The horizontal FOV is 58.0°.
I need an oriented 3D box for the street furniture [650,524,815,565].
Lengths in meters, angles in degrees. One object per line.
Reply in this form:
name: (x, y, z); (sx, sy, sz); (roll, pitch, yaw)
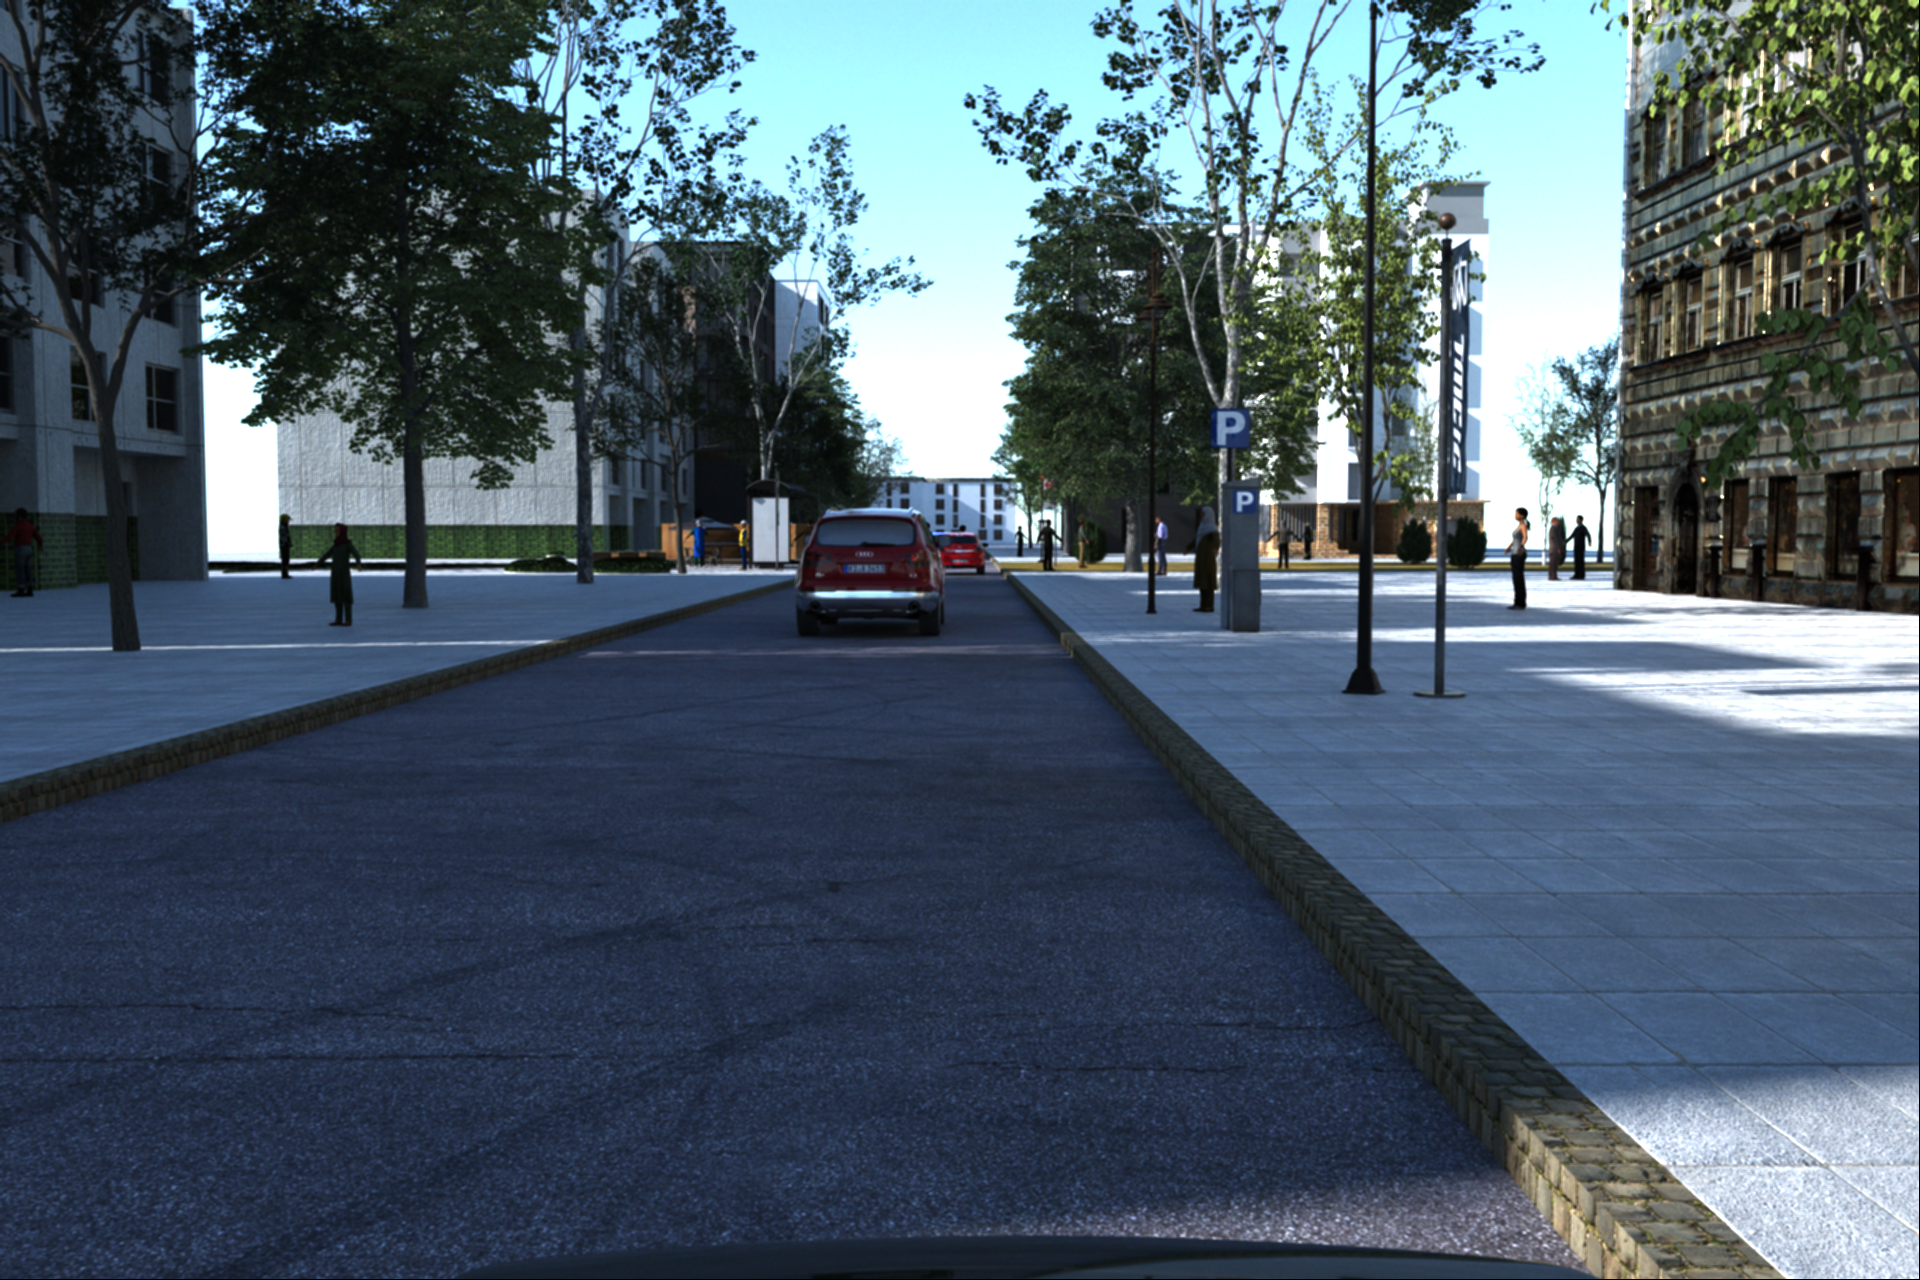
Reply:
street furniture: (-9.753, -4.271, 76.693); (11.010, 1.723, 9.812); (2, 4, 26)

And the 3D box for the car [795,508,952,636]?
car: (-1.264, -1.057, 25.955); (2.281, 1.827, 5.304); (0, 4, 1)

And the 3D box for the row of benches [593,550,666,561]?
row of benches: (-13.231, -3.200, 67.782); (1.422, 0.672, 4.104); (3, 4, 37)

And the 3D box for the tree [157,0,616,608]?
tree: (-9.881, -6.853, 30.172); (7.486, 12.596, 7.792); (0, 3, 0)

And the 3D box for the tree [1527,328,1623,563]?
tree: (29.091, -8.758, 77.607); (7.601, 10.594, 8.767); (-1, 4, -18)

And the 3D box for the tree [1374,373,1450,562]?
tree: (21.334, -7.842, 78.587); (4.360, 8.622, 3.978); (0, 3, 0)

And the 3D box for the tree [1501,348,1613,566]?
tree: (23.319, -7.290, 69.555); (4.360, 8.622, 3.978); (0, 3, 0)

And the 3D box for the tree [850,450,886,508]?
tree: (-8.768, -12.329, 151.933); (4.360, 8.622, 3.978); (0, 3, 0)

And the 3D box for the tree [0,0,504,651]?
tree: (-9.343, -5.177, 19.054); (8.767, 10.594, 7.601); (-2, 4, -32)

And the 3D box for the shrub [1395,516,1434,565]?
shrub: (19.220, -4.209, 73.238); (1.690, 2.028, 1.600); (0, 3, 0)

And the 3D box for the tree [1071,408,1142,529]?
tree: (6.555, -8.410, 87.859); (4.360, 8.622, 3.978); (0, 3, 0)

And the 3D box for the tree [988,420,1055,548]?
tree: (6.259, -14.120, 156.620); (9.928, 11.665, 9.643); (0, 3, 0)

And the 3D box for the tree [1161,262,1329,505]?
tree: (11.760, -9.422, 72.185); (7.486, 12.596, 7.792); (0, 3, 0)

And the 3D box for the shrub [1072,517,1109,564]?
shrub: (5.535, -4.225, 73.505); (1.690, 2.028, 1.600); (0, 3, 0)

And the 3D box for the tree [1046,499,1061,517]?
tree: (16.412, -20.954, 252.968); (12.009, 13.543, 11.850); (0, 3, 0)

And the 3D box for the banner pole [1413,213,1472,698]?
banner pole: (3.797, -1.429, 13.384); (0.401, 3.779, 0.863); (0, 4, 0)

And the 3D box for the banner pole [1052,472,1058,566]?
banner pole: (3.797, -4.807, 68.610); (0.401, 3.779, 0.863); (0, 4, 0)

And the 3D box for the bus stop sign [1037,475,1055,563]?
bus stop sign: (3.899, -5.446, 77.741); (0.855, 3.939, 0.416); (0, 4, 0)

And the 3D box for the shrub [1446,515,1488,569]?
shrub: (18.586, -3.624, 63.674); (1.690, 2.028, 1.600); (0, 3, 0)

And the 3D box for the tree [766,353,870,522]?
tree: (-9.242, -11.624, 108.180); (7.486, 12.596, 7.792); (0, 3, 0)

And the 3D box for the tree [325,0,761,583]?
tree: (-10.760, -11.467, 43.376); (12.611, 20.169, 13.585); (0, 3, 0)

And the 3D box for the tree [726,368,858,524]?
tree: (-9.155, -9.962, 97.289); (7.601, 10.594, 8.767); (2, 4, 30)

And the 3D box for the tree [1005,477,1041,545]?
tree: (6.744, -13.206, 166.275); (4.360, 8.622, 3.978); (0, 3, 0)

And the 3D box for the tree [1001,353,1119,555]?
tree: (6.268, -11.636, 108.371); (7.486, 12.596, 7.792); (0, 3, 0)

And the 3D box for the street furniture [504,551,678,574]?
street furniture: (-12.518, -2.721, 60.116); (5.734, 0.657, 10.072); (0, 4, -4)

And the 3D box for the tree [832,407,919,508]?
tree: (-9.175, -15.613, 165.645); (12.009, 13.543, 11.850); (0, 3, 0)

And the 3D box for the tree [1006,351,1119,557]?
tree: (6.313, -10.492, 97.296); (9.928, 11.665, 9.643); (0, 3, 0)

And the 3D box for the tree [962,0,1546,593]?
tree: (6.482, -11.175, 38.596); (12.611, 20.169, 13.585); (0, 3, 0)

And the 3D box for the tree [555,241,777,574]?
tree: (-9.341, -7.425, 55.815); (7.601, 10.594, 8.767); (0, 4, 0)

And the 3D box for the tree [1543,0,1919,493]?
tree: (5.437, -3.612, 9.419); (4.737, 8.622, 4.395); (0, 3, 0)

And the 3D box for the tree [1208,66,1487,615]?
tree: (6.259, -4.685, 26.965); (4.737, 8.622, 4.395); (0, 3, 0)

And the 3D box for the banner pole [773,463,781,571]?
banner pole: (-6.444, -4.355, 61.228); (0.401, 3.779, 0.863); (0, 4, 2)

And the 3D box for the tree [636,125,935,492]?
tree: (-8.024, -13.707, 80.000); (12.611, 20.169, 13.585); (0, 3, 0)

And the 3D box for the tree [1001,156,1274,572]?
tree: (5.750, -9.240, 57.732); (9.857, 13.997, 8.962); (0, 3, 0)

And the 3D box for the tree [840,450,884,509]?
tree: (-8.354, -11.372, 136.300); (4.737, 8.622, 4.395); (0, 3, 0)

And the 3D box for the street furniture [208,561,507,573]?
street furniture: (-31.138, -3.896, 68.736); (27.439, 1.986, 14.083); (3, 4, 36)
